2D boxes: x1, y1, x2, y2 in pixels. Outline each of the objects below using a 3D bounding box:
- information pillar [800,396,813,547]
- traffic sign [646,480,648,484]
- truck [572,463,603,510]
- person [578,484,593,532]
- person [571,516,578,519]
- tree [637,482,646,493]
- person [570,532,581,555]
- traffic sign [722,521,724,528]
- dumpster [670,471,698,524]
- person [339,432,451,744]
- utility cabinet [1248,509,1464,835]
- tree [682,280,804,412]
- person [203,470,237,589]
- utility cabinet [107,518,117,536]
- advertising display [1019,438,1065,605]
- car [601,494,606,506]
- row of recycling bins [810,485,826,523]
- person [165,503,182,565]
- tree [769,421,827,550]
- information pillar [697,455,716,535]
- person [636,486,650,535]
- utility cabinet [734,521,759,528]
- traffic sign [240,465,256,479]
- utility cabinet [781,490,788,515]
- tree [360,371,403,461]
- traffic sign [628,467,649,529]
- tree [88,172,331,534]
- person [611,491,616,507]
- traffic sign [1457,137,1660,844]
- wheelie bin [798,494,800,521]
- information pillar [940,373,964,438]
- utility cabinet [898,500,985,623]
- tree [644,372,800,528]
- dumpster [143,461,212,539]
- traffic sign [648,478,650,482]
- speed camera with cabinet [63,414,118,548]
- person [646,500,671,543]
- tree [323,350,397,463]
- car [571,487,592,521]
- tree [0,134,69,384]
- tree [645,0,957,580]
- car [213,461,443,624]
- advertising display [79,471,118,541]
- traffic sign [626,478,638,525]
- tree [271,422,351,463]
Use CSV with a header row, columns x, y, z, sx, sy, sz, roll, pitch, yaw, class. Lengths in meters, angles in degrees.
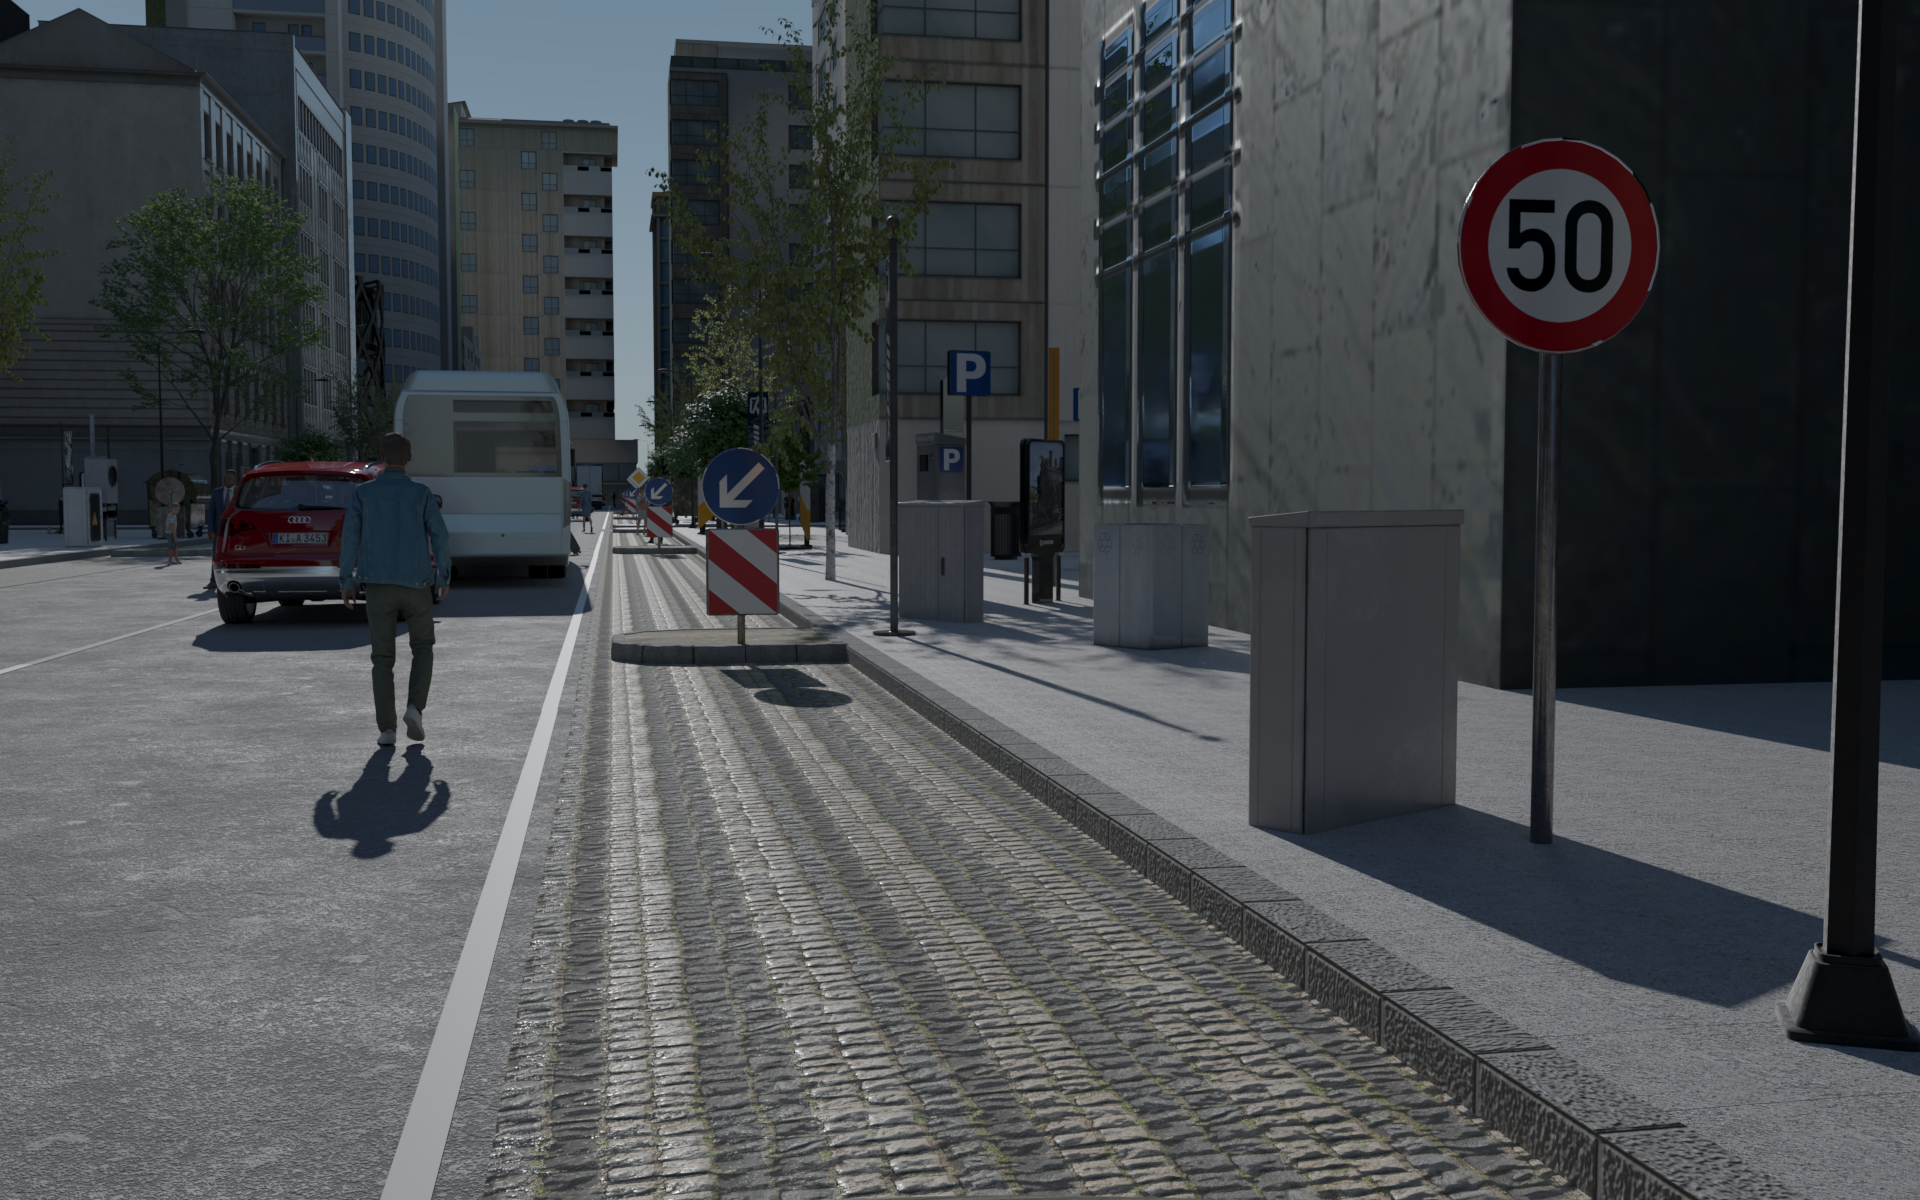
x,y,z,sx,sy,sz,roll,pitch,yaw,class
-3.738,-3.087,41.822,0.183,3.616,0.504,-2,4,-26,information pillar
-24.424,-8.368,136.927,0.768,2.556,0.104,0,4,-7,traffic sign
-35.132,-10.689,163.675,2.839,4.237,11.283,-1,4,-13,truck
-13.963,-3.436,64.695,0.581,1.822,0.654,-2,4,-34,person
-22.168,-5.574,99.842,0.606,1.804,0.583,-3,5,-40,person
-34.704,-11.879,188.829,1.663,3.219,1.824,0,3,0,tree
-9.636,-1.946,40.528,1.509,1.804,0.699,-2,4,-23,person
-7.360,-3.278,53.705,0.768,2.556,0.104,0,4,-3,traffic sign
-11.764,-4.393,74.317,1.502,2.255,1.985,-1,4,-11,dumpster
-3.217,-0.064,9.888,0.601,1.785,0.444,-1,4,-14,person
1.582,0.260,6.914,1.020,1.237,0.306,-3,5,-41,utility cabinet
-7.711,-6.732,60.429,4.360,8.622,3.978,0,3,0,tree
-11.167,-1.082,26.378,0.721,1.800,0.419,-2,4,-23,person
-26.164,-2.670,52.327,1.173,1.500,0.318,-1,4,-19,utility cabinet
0.975,-0.929,20.409,0.123,1.923,0.974,2,4,29,advertising display
-43.089,-12.024,205.259,2.281,1.827,5.304,-1,4,-10,car
-6.752,-4.404,79.117,1.069,1.692,3.534,0,4,2,row of recycling bins
-15.996,-1.348,35.224,0.352,1.250,0.332,1,4,11,person
-3.823,-2.784,40.122,1.663,3.219,1.824,0,3,0,tree
-8.095,-3.889,54.947,0.504,3.616,0.183,-1,4,-18,information pillar
-10.935,-3.071,59.716,0.512,1.701,0.522,-1,4,-11,person
-6.746,-2.810,54.626,0.318,1.500,1.173,-3,4,-36,utility cabinet
-25.259,-3.639,61.628,0.606,2.300,0.079,-1,4,-11,traffic sign
-10.597,-5.913,105.358,0.318,1.500,1.173,0,4,5,utility cabinet
-34.326,-9.399,104.034,4.737,8.622,4.395,0,3,0,tree
-11.933,-3.715,64.385,0.795,2.450,0.064,-1,4,-11,traffic sign
-24.004,-7.951,55.758,9.928,11.665,9.643,0,3,0,tree
-38.418,-11.175,192.029,0.721,1.723,1.217,1,4,12,person
2.142,-0.379,6.303,0.768,2.556,0.104,0,4,-8,traffic sign
-7.222,-4.550,82.295,0.693,1.594,0.980,3,5,44,wheelie bin
-0.124,-2.341,29.632,0.504,3.616,0.183,-3,5,-41,information pillar
-0.204,-0.398,17.670,0.306,1.237,1.020,-3,5,-42,utility cabinet
-6.265,-3.867,46.935,4.285,4.588,4.351,0,3,0,tree
-22.919,-2.949,50.709,1.502,2.255,1.985,-1,4,-11,dumpster
-22.269,-7.681,125.689,0.768,2.556,0.104,0,4,-2,traffic sign
-21.303,-2.943,42.449,0.660,3.252,2.038,0,4,-6,speed camera with cabinet
-8.718,-2.529,50.039,0.721,1.800,0.419,0,4,6,person
-30.547,-8.444,88.425,4.360,8.622,3.978,0,3,0,tree
-20.959,-5.172,93.232,2.281,1.827,5.304,-1,4,-13,car
-20.207,-5.191,35.243,4.737,8.622,4.395,0,3,0,tree
-2.152,-4.606,25.667,4.737,8.622,4.395,0,3,0,tree
-7.469,-0.744,20.833,2.281,1.827,5.304,-1,4,-11,car
-24.744,-2.724,49.753,0.974,1.923,0.123,-3,5,-42,advertising display
-13.499,-4.194,72.215,0.795,2.450,0.064,-1,4,-11,traffic sign
-29.469,-5.806,78.635,4.285,4.588,4.351,0,3,0,tree
